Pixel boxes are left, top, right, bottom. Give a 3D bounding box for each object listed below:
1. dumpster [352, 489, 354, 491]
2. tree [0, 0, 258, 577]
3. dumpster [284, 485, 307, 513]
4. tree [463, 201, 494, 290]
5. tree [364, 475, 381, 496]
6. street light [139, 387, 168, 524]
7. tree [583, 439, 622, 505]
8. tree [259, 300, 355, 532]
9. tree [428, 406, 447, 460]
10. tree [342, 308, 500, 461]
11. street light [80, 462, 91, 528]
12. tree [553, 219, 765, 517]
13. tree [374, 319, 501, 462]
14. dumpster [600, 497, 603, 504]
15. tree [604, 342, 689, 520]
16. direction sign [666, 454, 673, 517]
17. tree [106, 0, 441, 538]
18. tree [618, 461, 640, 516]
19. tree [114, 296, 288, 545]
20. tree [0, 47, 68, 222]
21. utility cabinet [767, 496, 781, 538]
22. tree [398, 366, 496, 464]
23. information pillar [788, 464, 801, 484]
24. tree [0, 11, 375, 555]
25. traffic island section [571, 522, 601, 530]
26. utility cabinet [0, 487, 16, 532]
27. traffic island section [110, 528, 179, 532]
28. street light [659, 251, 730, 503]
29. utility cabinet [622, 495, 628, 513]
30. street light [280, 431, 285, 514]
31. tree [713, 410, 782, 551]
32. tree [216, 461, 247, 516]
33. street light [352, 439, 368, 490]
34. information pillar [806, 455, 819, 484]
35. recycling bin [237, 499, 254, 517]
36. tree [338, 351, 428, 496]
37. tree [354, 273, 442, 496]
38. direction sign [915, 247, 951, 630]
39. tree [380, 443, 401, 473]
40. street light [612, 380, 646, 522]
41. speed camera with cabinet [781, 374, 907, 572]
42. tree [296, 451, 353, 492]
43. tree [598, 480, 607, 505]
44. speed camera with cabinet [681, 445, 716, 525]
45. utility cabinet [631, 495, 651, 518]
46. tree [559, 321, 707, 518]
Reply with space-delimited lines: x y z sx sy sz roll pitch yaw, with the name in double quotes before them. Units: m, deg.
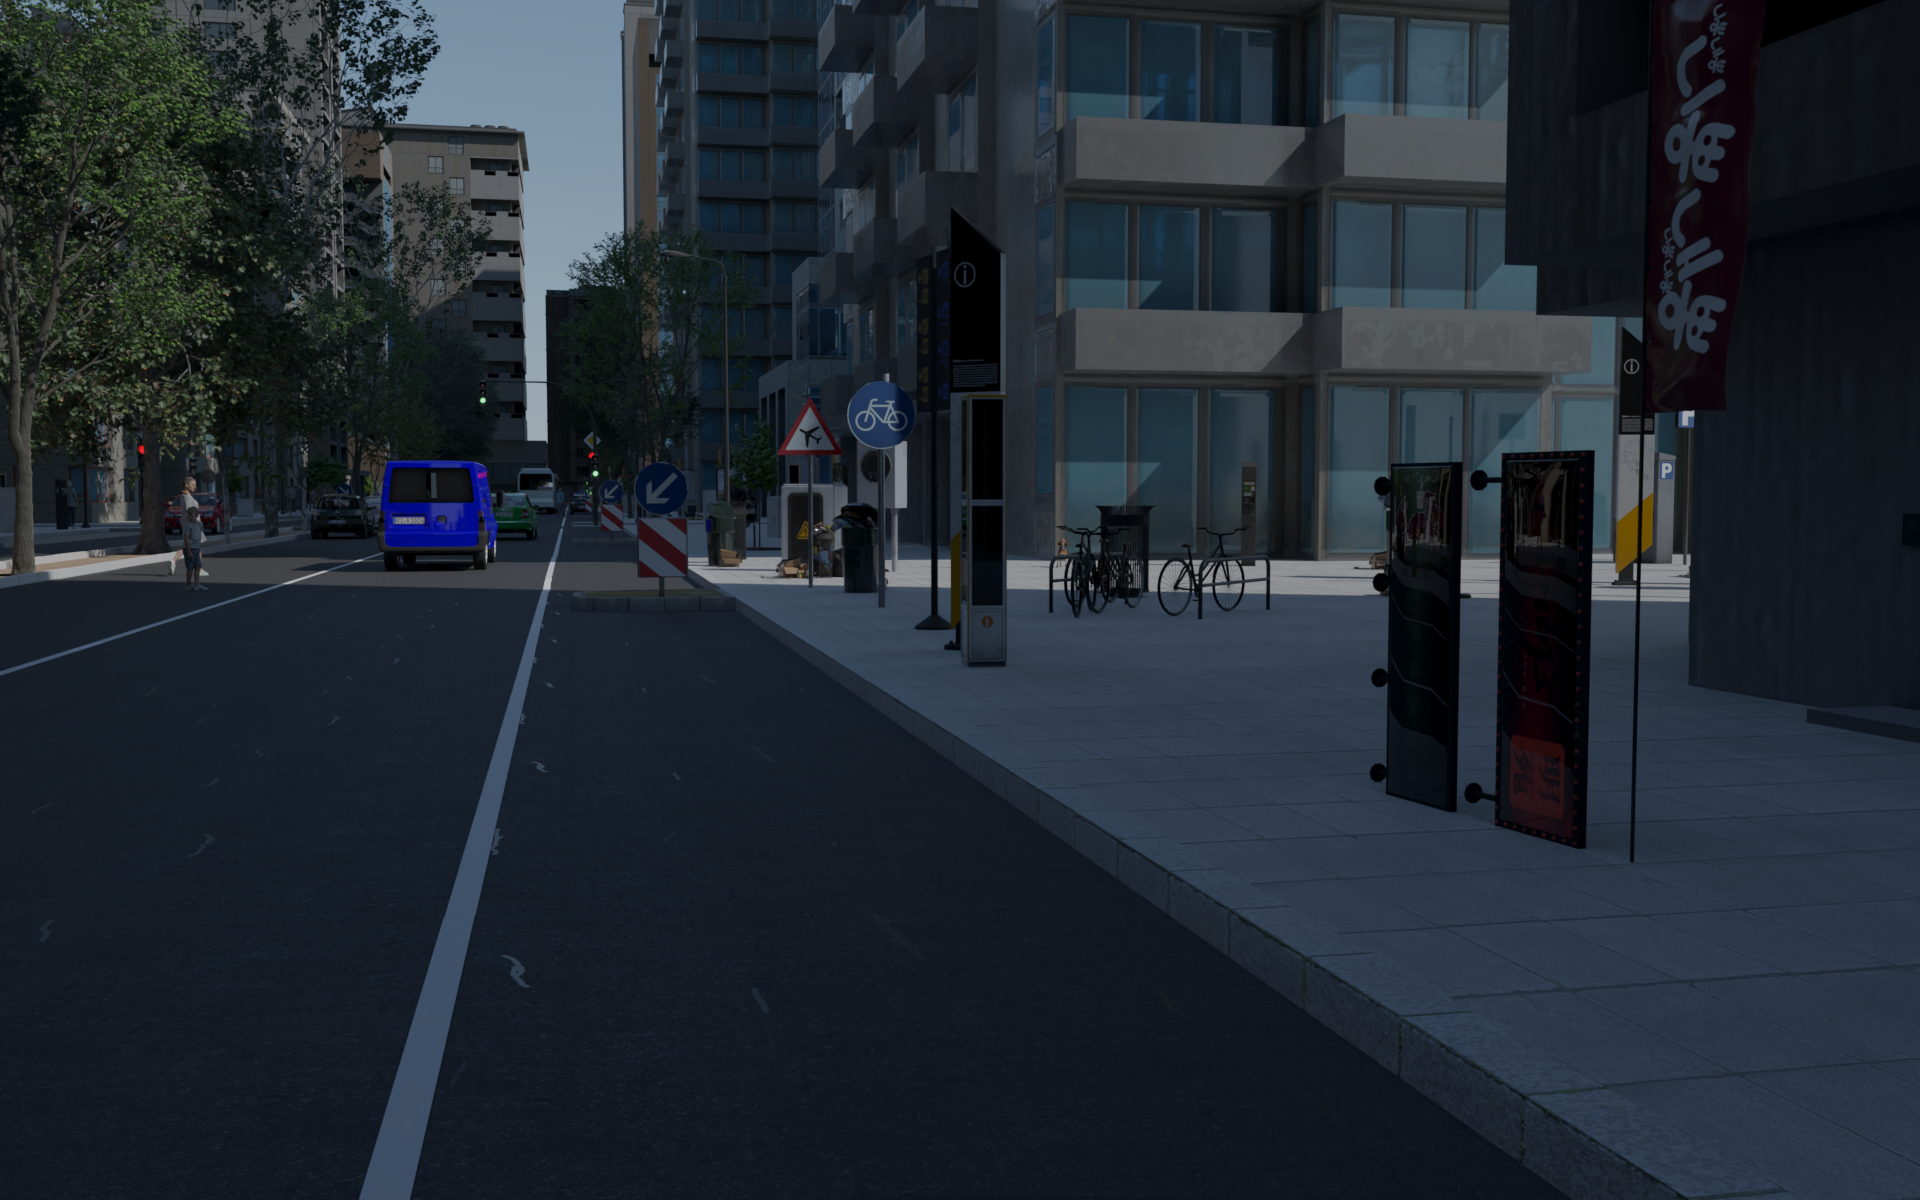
"dumpster" -50.688 -8.386 142.872 1.264 1.857 1.865 -1 4 -13
"tree" -16.148 -6.205 29.668 9.928 11.665 9.643 0 3 0
"dumpster" -44.900 -6.804 117.011 1.264 1.857 1.865 -1 4 -13
"tree" -32.724 -14.548 96.214 12.611 20.169 13.585 0 3 0
"tree" -55.729 -10.315 163.245 1.663 3.219 1.824 0 3 0
"street light" -34.384 -6.202 73.943 1.470 5.913 1.316 -1 4 -13
"tree" -41.427 -15.262 199.896 4.737 8.622 4.395 0 3 0
"tree" -24.572 -6.844 64.719 4.360 8.622 3.978 0 3 0
"tree" -33.296 -9.333 105.413 4.737 8.622 4.395 0 3 0
"tree" -35.310 -12.277 113.548 12.009 13.543 11.850 0 3 0
"street light" -32.512 -5.680 65.402 1.470 5.913 1.316 -1 4 -13
"tree" -11.276 -8.483 64.446 9.928 11.665 9.643 0 3 0
"tree" -37.953 -13.275 126.164 9.857 13.997 8.962 0 3 0
"dumpster" -28.503 -8.462 140.842 1.502 2.255 1.985 -1 4 -13
"tree" -15.456 -8.144 83.513 4.360 8.622 3.978 0 3 0
"direction sign" -16.579 -6.530 98.762 0.379 3.537 0.876 -1 4 -21
"tree" -23.566 -12.077 55.810 12.611 20.169 13.585 0 3 0
"tree" -18.910 -6.463 100.277 1.663 3.219 1.824 0 3 0
"tree" -20.370 -5.815 47.902 4.737 8.622 4.395 0 3 0
"tree" -14.212 -5.031 19.126 8.767 10.594 7.601 -1 4 -13
"utility cabinet" -5.417 -2.445 51.135 0.306 1.237 1.020 -2 4 -25
"tree" -40.502 -13.181 136.087 7.486 12.596 7.792 0 3 0
"information pillar" -4.004 -2.286 41.875 0.304 2.012 0.304 0 4 -4
"tree" -19.061 -7.411 40.630 9.611 12.733 9.660 0 3 0
"traffic island section" -14.779 -2.942 70.387 2.009 0.180 2.903 -1 4 -13
"utility cabinet" -31.444 -2.982 57.429 1.173 1.500 0.318 -2 4 -33
"traffic island section" -31.311 -2.716 66.693 2.009 0.180 2.903 -1 4 -13
"street light" -5.047 -3.718 33.335 1.470 5.913 1.316 -1 4 -13
"utility cabinet" -22.335 -6.444 116.520 1.020 1.237 0.306 3 5 45
"street light" -42.500 -8.406 109.978 1.470 5.913 1.316 -1 4 -13
"tree" -4.566 -2.765 39.801 1.663 3.219 1.824 0 3 0
"tree" -42.447 -6.499 100.854 1.663 3.219 1.824 0 3 0
"street light" -50.596 -10.610 146.017 1.470 5.913 1.316 -1 4 -13
"information pillar" -5.264 -4.304 61.722 0.504 3.616 0.183 -2 4 -30
"recycling bin" -39.982 -5.160 96.914 0.722 1.027 0.722 -1 4 -11
"tree" -29.501 -8.226 87.314 4.737 8.622 4.395 0 3 0
"tree" -27.855 -9.283 79.988 9.928 11.665 9.643 0 3 0
"direction sign" -0.243 -1.492 16.386 0.379 3.537 0.876 -1 4 -21
"tree" -62.331 -14.780 192.006 4.360 8.622 3.978 0 3 0
"street light" -13.427 -5.995 70.564 1.470 5.913 1.316 -1 4 -13
"speed camera with cabinet" -1.928 -2.098 28.630 2.038 3.252 0.660 1 4 19
"tree" -50.331 -9.474 138.620 4.285 4.588 4.351 0 3 0
"tree" -46.430 -13.989 223.313 1.663 3.219 1.824 0 3 0
"speed camera with cabinet" -10.531 -4.681 70.865 2.038 3.252 0.660 -1 4 -16
"utility cabinet" -17.020 -4.970 92.422 1.020 1.237 0.306 0 4 3
"tree" -17.301 -9.583 91.087 8.767 10.594 7.601 0 4 3
